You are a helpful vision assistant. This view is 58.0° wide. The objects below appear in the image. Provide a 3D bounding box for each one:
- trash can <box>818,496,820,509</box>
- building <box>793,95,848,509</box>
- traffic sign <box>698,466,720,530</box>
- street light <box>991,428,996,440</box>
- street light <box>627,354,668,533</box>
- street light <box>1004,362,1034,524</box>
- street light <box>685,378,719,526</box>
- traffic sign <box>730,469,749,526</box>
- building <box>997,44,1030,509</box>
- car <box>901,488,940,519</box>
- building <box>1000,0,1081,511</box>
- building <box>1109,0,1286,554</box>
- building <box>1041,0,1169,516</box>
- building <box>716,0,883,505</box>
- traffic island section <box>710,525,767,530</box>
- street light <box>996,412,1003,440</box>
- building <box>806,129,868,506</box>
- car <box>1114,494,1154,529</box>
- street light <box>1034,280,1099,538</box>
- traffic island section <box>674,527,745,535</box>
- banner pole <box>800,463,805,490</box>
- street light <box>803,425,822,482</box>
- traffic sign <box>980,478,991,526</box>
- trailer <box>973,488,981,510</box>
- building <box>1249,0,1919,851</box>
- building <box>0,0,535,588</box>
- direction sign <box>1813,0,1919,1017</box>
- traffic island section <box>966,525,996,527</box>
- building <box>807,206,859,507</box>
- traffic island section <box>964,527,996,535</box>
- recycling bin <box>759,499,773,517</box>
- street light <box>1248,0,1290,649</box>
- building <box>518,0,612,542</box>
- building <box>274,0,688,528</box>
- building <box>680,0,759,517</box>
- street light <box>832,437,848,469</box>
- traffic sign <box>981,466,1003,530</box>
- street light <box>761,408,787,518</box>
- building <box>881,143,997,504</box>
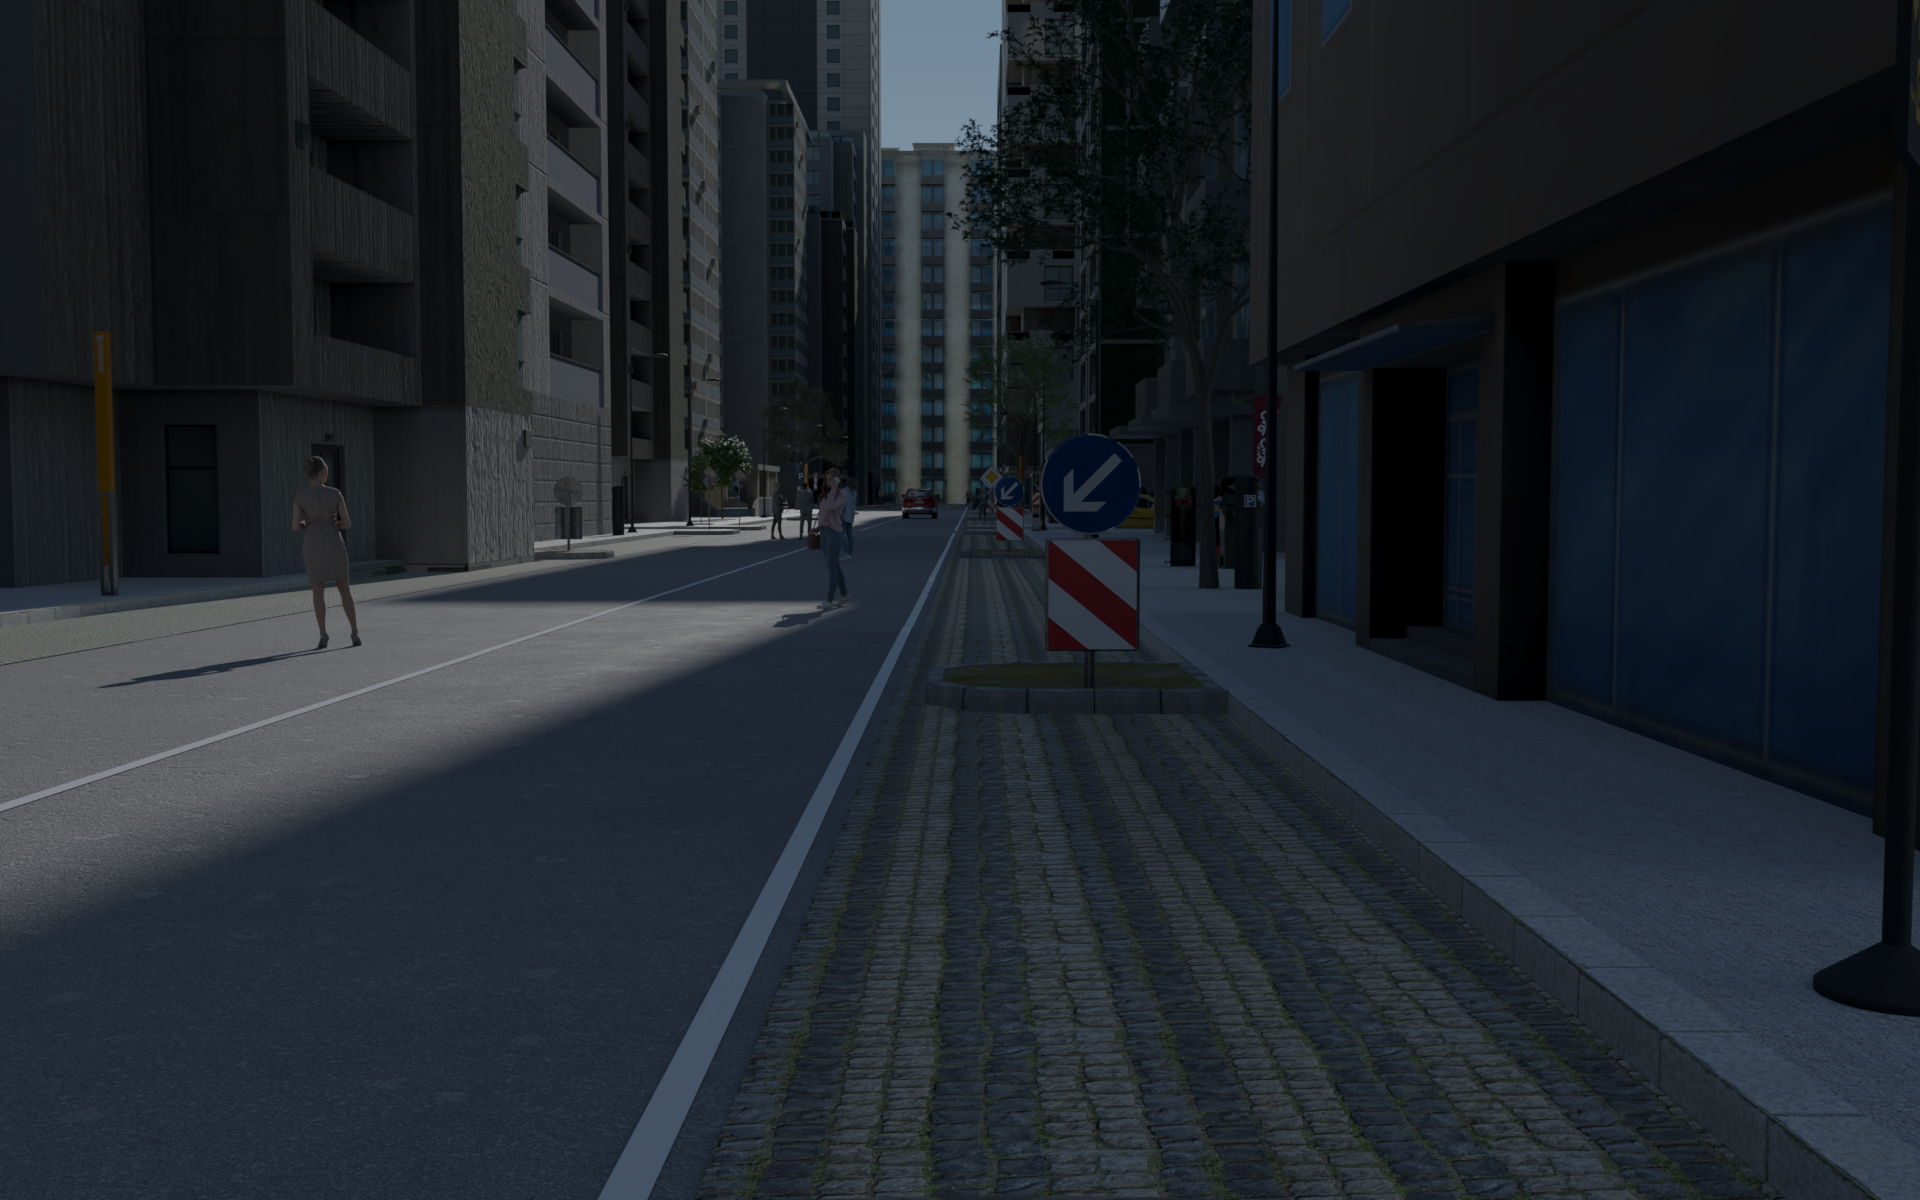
[{"bbox_3d":[-11.062,-7.754,138.434,0.748,1.137,0.748,0,3,0],"label":"trash can"},{"bbox_3d":[-26.643,-28.404,156.289,32.217,40.220,23.993,0,4,0],"label":"building"},{"bbox_3d":[-8.912,-3.539,61.499,0.795,2.450,0.064,0,4,0],"label":"traffic sign"},{"bbox_3d":[3.082,-9.092,121.192,1.470,5.913,1.316,0,4,0],"label":"street light"},{"bbox_3d":[-10.374,-5.196,57.500,1.470,5.913,1.316,0,4,0],"label":"street light"},{"bbox_3d":[2.402,-5.408,60.957,1.470,5.913,1.316,0,4,0],"label":"street light"},{"bbox_3d":[-10.346,-5.937,69.616,1.470,5.913,1.316,0,4,0],"label":"street light"},{"bbox_3d":[-8.848,-4.027,69.484,0.795,2.450,0.064,0,4,0],"label":"traffic sign"},{"bbox_3d":[14.620,-34.032,180.132,21.300,48.544,21.600,0,4,0],"label":"building"},{"bbox_3d":[-2.343,-5.712,102.069,2.281,1.827,5.304,0,4,0],"label":"car"},{"bbox_3d":[16.631,-32.822,125.886,28.713,52.752,27.495,0,4,0],"label":"building"},{"bbox_3d":[16.537,-26.015,44.954,23.786,49.044,30.456,0,4,0],"label":"building"},{"bbox_3d":[15.093,-39.997,92.200,20.563,71.187,20.611,0,4,0],"label":"building"},{"bbox_3d":[-20.220,-47.136,208.920,20.611,71.187,20.563,0,4,0],"label":"building"},{"bbox_3d":[-8.872,-2.891,69.546,2.009,0.180,2.903,0,4,0],"label":"traffic island section"},{"bbox_3d":[2.935,-7.667,97.904,1.470,5.913,1.316,0,4,0],"label":"street light"},{"bbox_3d":[-17.583,-30.928,189.272,14.154,41.232,14.086,0,4,0],"label":"building"},{"bbox_3d":[6.903,-3.350,65.004,3.980,1.641,2.015,0,4,2],"label":"car"},{"bbox_3d":[2.435,-3.983,37.668,1.470,5.913,1.316,0,4,0],"label":"street light"},{"bbox_3d":[-8.936,-2.402,61.561,2.009,0.180,2.903,0,4,0],"label":"traffic island section"},{"bbox_3d":[-12.619,-9.152,139.645,0.863,3.779,0.401,0,4,3],"label":"banner pole"},{"bbox_3d":[-9.997,-8.817,116.700,1.470,5.913,1.316,0,4,0],"label":"street light"},{"bbox_3d":[1.195,-4.021,69.383,0.795,2.450,0.064,0,4,0],"label":"traffic sign"},{"bbox_3d":[1.946,-9.340,159.753,1.471,1.999,3.904,0,4,2],"label":"trailer"},{"bbox_3d":[10.042,-22.060,10.797,14.600,45.320,14.200,0,4,0],"label":"building"},{"bbox_3d":[-16.022,-15.718,28.693,14.160,30.474,14.107,0,4,0],"label":"building"},{"bbox_3d":[2.389,-0.754,4.320,0.379,3.537,0.876,2,4,35],"label":"direction sign"},{"bbox_3d":[1.219,-2.886,69.460,2.009,0.180,2.903,0,4,0],"label":"traffic island section"},{"bbox_3d":[-17.809,-24.699,175.531,14.160,30.474,14.107,0,4,0],"label":"building"},{"bbox_3d":[1.155,-2.397,61.475,2.009,0.180,2.903,0,4,0],"label":"traffic island section"},{"bbox_3d":[-10.848,-5.199,97.553,0.722,1.027,0.722,1,4,21],"label":"recycling bin"},{"bbox_3d":[2.054,-2.559,14.382,1.470,5.913,1.316,0,4,0],"label":"street light"},{"bbox_3d":[-25.301,-31.067,49.950,28.212,58.520,21.231,0,4,0],"label":"building"},{"bbox_3d":[-20.357,-18.674,77.027,14.160,30.474,14.107,0,4,0],"label":"building"},{"bbox_3d":[-27.631,-25.193,103.789,32.217,40.220,23.993,0,4,0],"label":"building"},{"bbox_3d":[-9.731,-10.241,139.987,1.470,5.913,1.316,0,4,0],"label":"street light"},{"bbox_3d":[1.131,-3.532,61.398,0.795,2.450,0.064,0,4,0],"label":"traffic sign"},{"bbox_3d":[-10.032,-7.393,93.411,1.470,5.913,1.316,0,4,0],"label":"street light"},{"bbox_3d":[-3.587,-37.873,238.830,30.456,49.044,23.786,0,4,0],"label":"building"}]
